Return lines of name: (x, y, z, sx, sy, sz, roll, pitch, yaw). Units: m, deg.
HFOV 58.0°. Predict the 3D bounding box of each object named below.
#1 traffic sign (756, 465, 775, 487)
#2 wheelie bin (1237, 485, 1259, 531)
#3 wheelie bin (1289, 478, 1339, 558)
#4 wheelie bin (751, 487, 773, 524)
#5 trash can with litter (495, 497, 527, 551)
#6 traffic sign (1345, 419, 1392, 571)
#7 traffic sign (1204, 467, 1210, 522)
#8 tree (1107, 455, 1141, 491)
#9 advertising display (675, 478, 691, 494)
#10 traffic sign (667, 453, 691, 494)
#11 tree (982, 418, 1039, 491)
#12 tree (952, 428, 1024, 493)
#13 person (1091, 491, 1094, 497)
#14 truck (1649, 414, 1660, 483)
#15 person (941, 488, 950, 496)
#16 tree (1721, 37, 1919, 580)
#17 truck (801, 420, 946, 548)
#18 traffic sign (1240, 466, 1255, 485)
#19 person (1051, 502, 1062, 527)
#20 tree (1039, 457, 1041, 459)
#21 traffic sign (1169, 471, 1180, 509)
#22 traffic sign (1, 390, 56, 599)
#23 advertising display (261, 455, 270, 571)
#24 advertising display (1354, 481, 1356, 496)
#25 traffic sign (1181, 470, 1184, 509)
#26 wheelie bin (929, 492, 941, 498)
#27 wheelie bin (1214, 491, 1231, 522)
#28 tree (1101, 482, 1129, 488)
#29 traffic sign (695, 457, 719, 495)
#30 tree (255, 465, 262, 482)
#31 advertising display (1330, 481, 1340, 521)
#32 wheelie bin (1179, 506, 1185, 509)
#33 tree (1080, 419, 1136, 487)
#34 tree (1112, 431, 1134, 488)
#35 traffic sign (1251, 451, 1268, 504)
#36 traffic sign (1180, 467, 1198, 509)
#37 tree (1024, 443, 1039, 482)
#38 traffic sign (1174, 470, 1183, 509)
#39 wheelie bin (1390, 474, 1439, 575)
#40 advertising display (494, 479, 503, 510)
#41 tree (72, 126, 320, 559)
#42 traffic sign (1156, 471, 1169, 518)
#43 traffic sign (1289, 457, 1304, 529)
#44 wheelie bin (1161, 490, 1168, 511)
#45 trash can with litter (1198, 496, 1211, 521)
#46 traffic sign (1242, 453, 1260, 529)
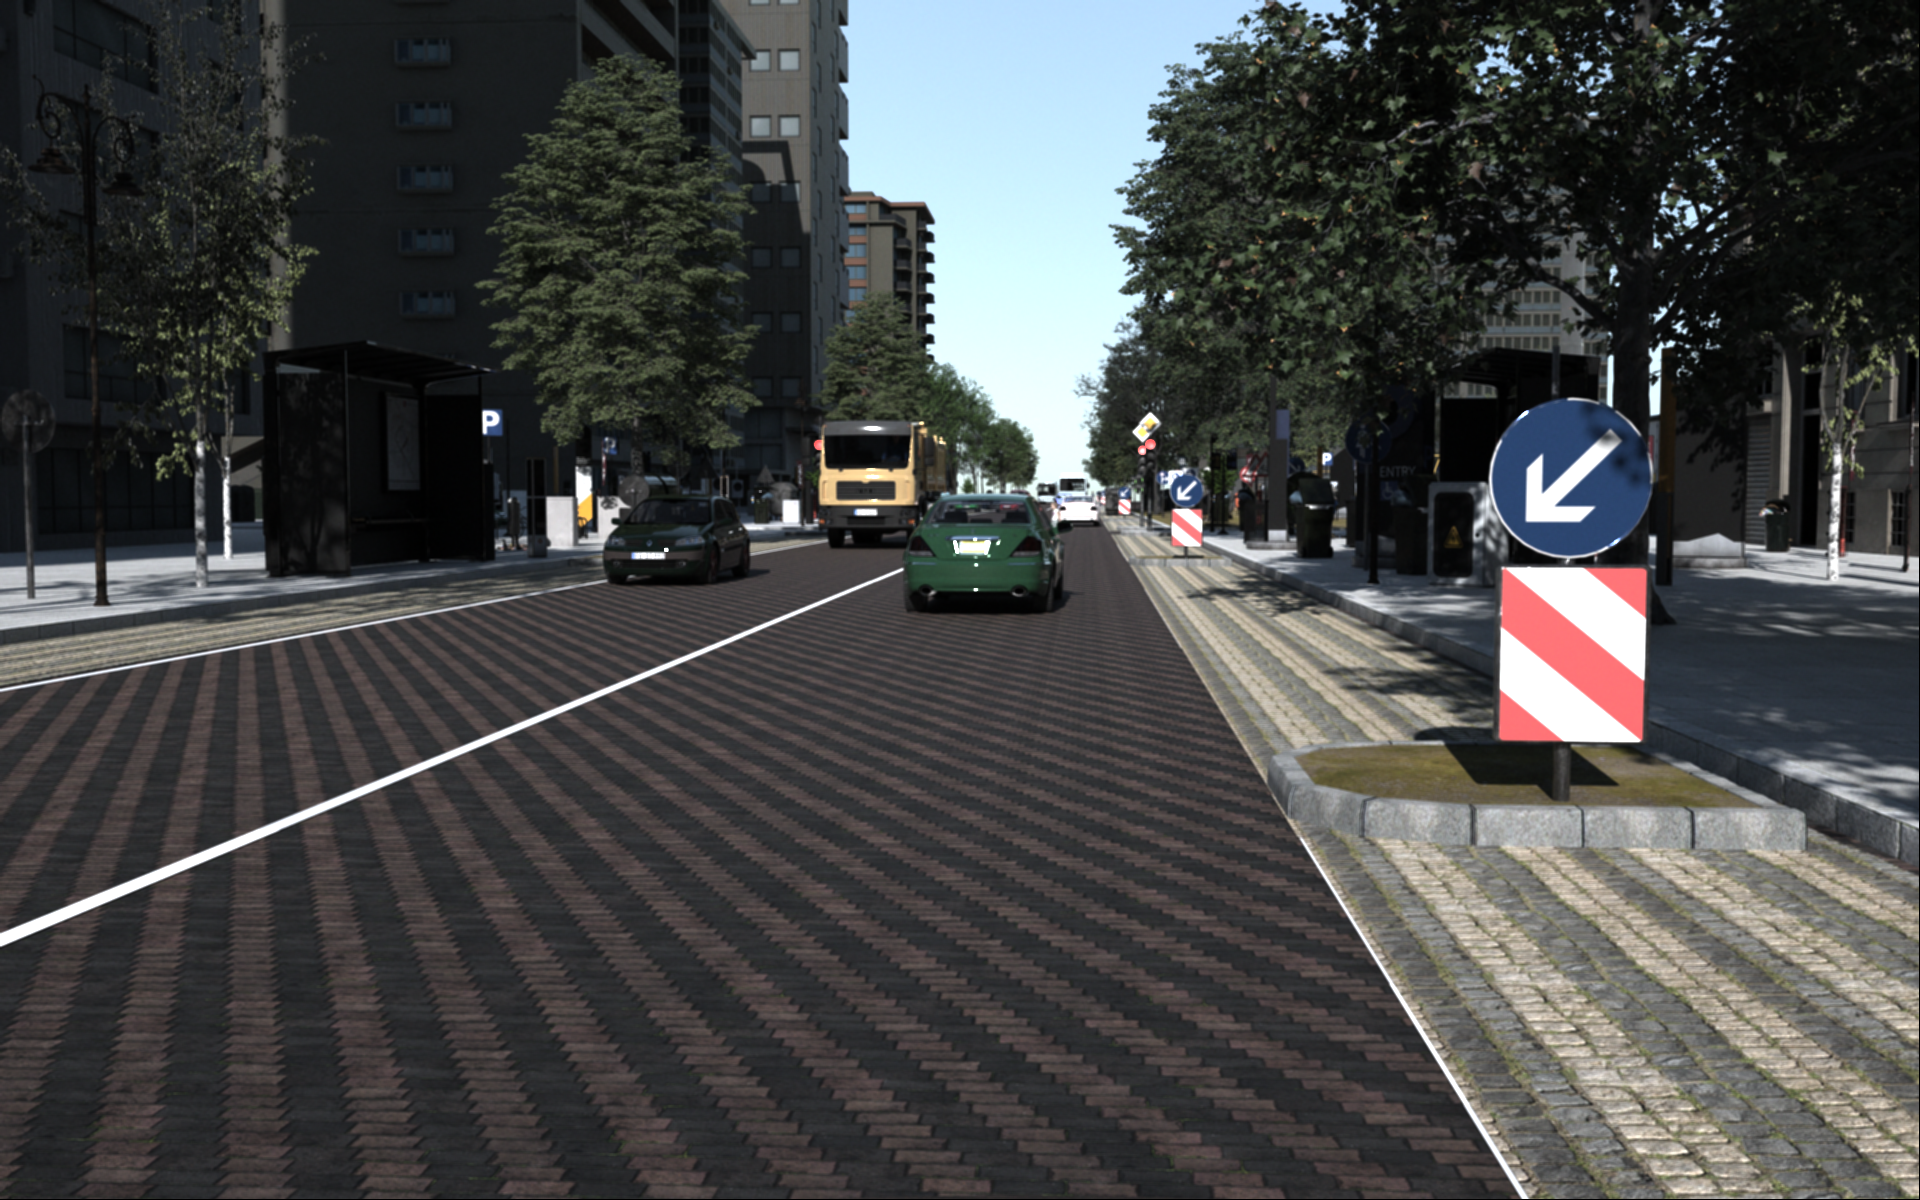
traffic sign: (-8.701, -4.736, 77.435, 0.884, 2.594, 0.081, 1, 4, 8)
wheelie bin: (9.931, -3.174, 59.796, 0.693, 1.594, 0.980, 1, 4, 15)
wheelie bin: (7.078, -1.644, 34.790, 0.980, 1.594, 0.693, 0, 4, -7)
wheelie bin: (-8.516, -4.074, 74.523, 0.980, 1.594, 0.693, 0, 4, -1)
trash can with litter: (-10.456, -1.769, 39.986, 1.678, 1.210, 2.233, 0, 4, -5)
traffic sign: (6.806, -1.764, 28.944, 0.768, 2.556, 0.104, 1, 4, 9)
traffic sign: (11.612, -4.935, 80.801, 0.768, 2.556, 0.104, 1, 4, 13)
tree: (21.357, -16.896, 226.616, 4.360, 8.622, 3.978, 0, 3, 0)
advertising display: (-11.551, -4.042, 71.303, 0.974, 1.923, 0.123, 0, 4, 7)
traffic sign: (-8.436, -3.167, 51.892, 0.768, 2.556, 0.104, 1, 4, 12)
tree: (7.015, -20.691, 256.431, 7.486, 12.596, 7.792, 0, 3, 0)
tree: (2.386, -16.455, 203.446, 7.601, 10.594, 8.767, -1, 4, -13)
person: (19.237, -14.856, 251.384, 0.705, 1.826, 1.348, -1, 4, -20)
truck: (30.160, -4.459, 61.824, 11.283, 4.237, 2.839, 0, 4, 3)
person: (-0.797, -5.606, 100.175, 0.660, 1.820, 0.620, 0, 4, 5)
tree: (13.255, -4.598, 25.542, 4.737, 8.622, 4.395, 0, 3, 0)
truck: (-2.083, -3.204, 48.307, 3.469, 3.379, 9.791, 0, 4, 5)
traffic sign: (13.002, -4.776, 78.186, 0.768, 2.556, 0.104, 0, 4, 8)
person: (2.723, -2.135, 48.423, 0.382, 1.210, 0.505, -2, 4, -26)
tree: (10.294, -23.512, 302.543, 7.486, 12.596, 7.792, 0, 3, 0)
traffic sign: (9.476, -4.530, 76.199, 0.606, 2.300, 0.079, 1, 4, 8)
traffic sign: (-11.383, -1.287, 21.151, 0.768, 2.556, 0.104, 1, 4, 12)
advertising display: (-11.723, -1.476, 29.351, 0.123, 1.923, 0.974, -1, 4, -19)
advertising display: (20.391, -5.038, 87.588, 0.974, 1.923, 0.123, -1, 4, -11)
traffic sign: (11.813, -5.607, 91.776, 0.768, 2.556, 0.104, 1, 4, 11)
wheelie bin: (-1.881, -7.507, 130.643, 0.980, 1.594, 0.693, -2, 4, -29)
wheelie bin: (11.930, -4.344, 78.939, 0.980, 1.594, 0.693, -2, 4, -25)
tree: (26.453, -22.739, 289.905, 7.486, 12.596, 7.792, 0, 3, 0)
traffic sign: (-8.731, -3.654, 59.753, 0.884, 2.594, 0.081, 1, 4, 13)
tree: (-21.129, -3.648, 54.245, 1.663, 3.219, 1.824, 0, 3, 0)
advertising display: (18.014, -4.832, 84.214, 0.123, 1.923, 0.974, -3, 5, -41)
wheelie bin: (14.968, -6.596, 115.759, 0.980, 1.594, 0.693, 3, 4, 36)
tree: (19.741, -17.922, 210.031, 9.611, 12.733, 9.660, 0, 3, 0)
tree: (17.405, -13.949, 178.432, 4.737, 8.622, 4.395, 0, 3, 0)
traffic sign: (9.326, -3.238, 52.941, 0.884, 2.594, 0.081, 0, 4, 5)
traffic sign: (8.852, -3.934, 66.453, 0.606, 2.300, 0.079, 1, 4, 13)
tree: (9.408, -21.467, 285.402, 7.601, 10.594, 8.767, 1, 4, 17)
traffic sign: (11.398, -5.550, 90.841, 0.768, 2.556, 0.104, 0, 4, 7)
wheelie bin: (7.296, -1.206, 27.634, 0.980, 1.594, 0.693, -2, 4, -24)
advertising display: (-20.710, -4.371, 76.675, 0.974, 1.923, 0.123, 1, 4, 16)
tree: (-14.761, -5.125, 34.153, 4.737, 8.622, 4.395, 0, 3, 0)
traffic sign: (11.041, -5.750, 94.122, 0.768, 2.556, 0.104, 0, 4, 7)
traffic sign: (11.429, -3.621, 59.308, 0.768, 2.556, 0.104, 1, 4, 10)
wheelie bin: (15.078, -7.473, 130.091, 0.980, 1.594, 0.693, -1, 4, -17)
trash can with litter: (12.954, -5.062, 93.819, 1.678, 1.210, 2.233, -1, 4, -20)
traffic sign: (9.312, -3.336, 54.550, 0.884, 2.594, 0.081, 0, 4, 8)
